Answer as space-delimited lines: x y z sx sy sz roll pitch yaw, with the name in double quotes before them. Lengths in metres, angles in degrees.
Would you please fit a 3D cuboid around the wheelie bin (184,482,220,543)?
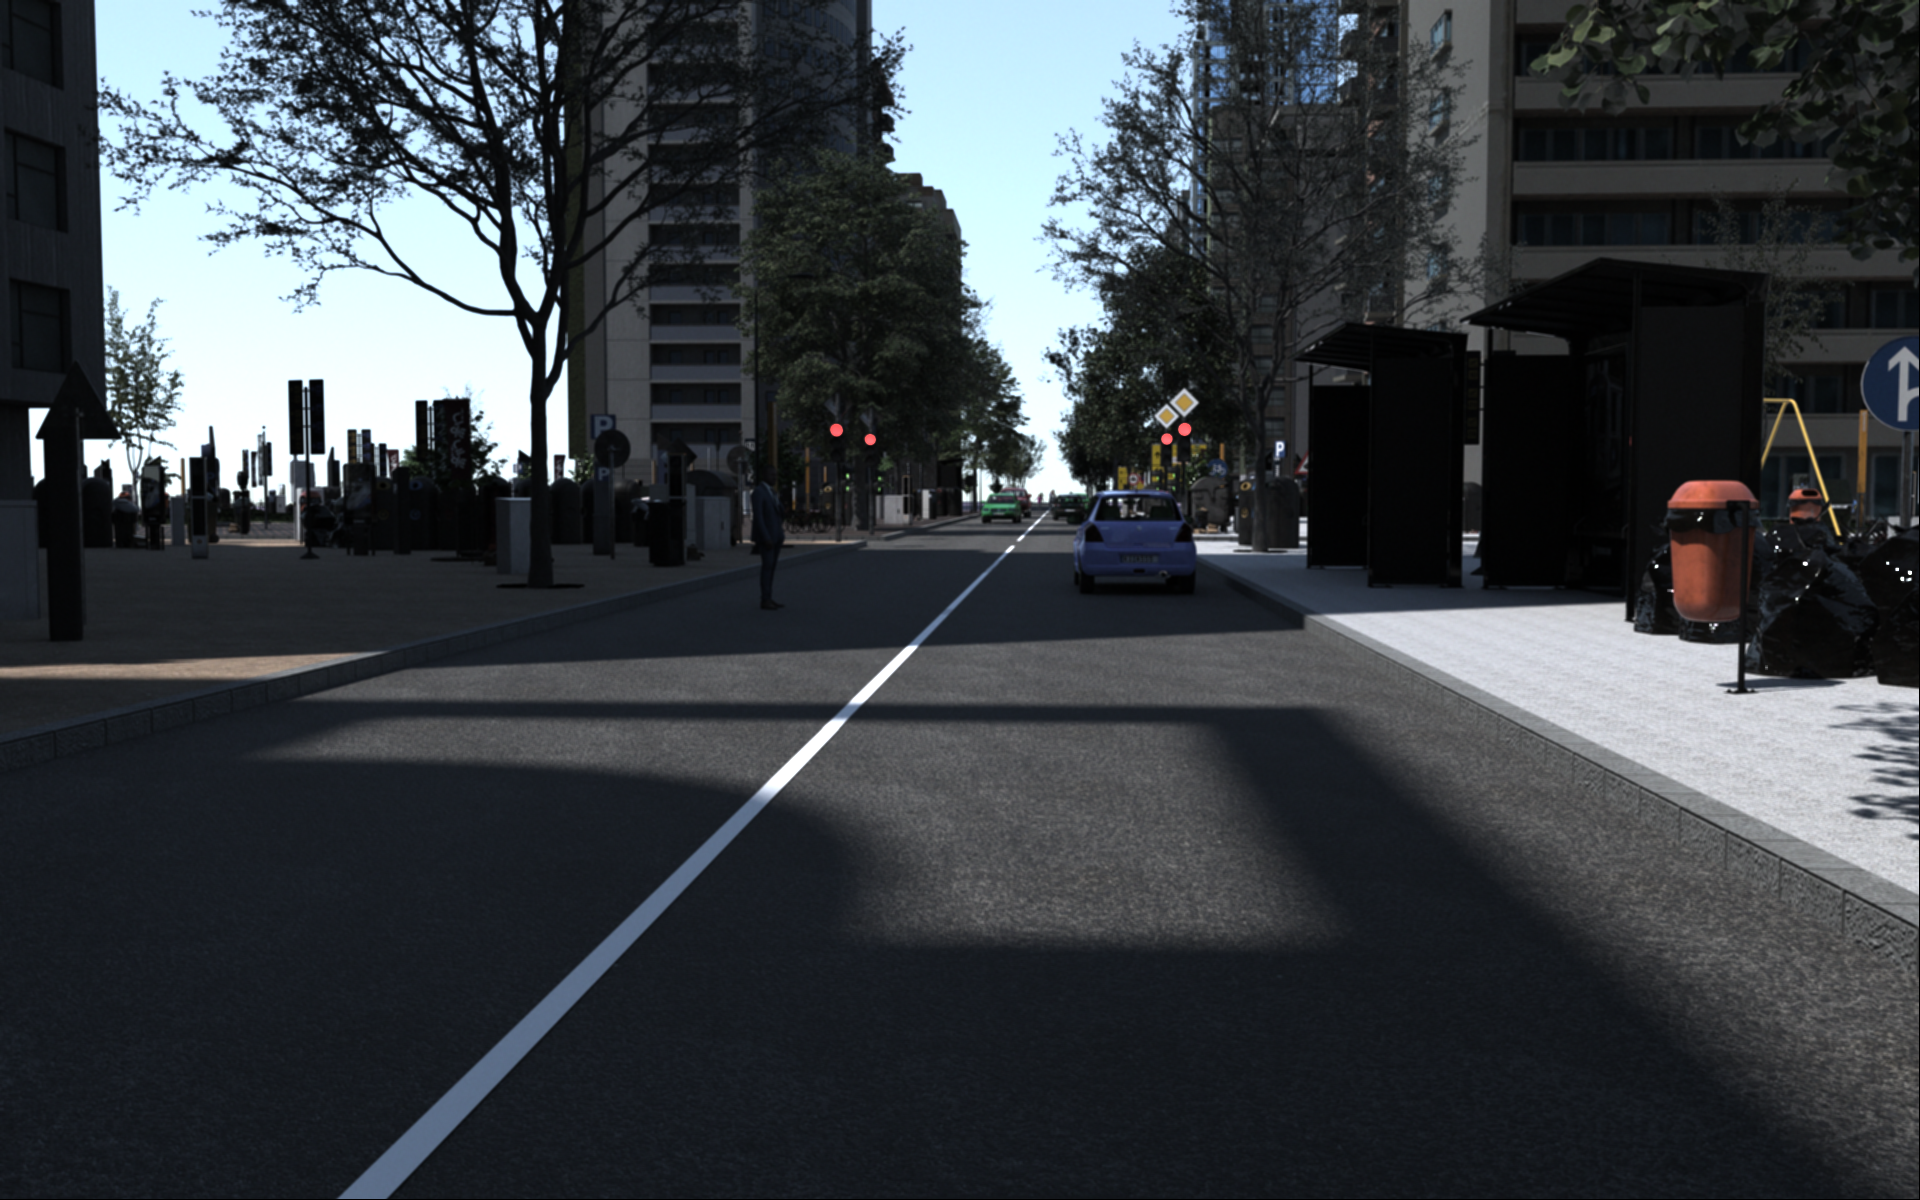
"wheelie bin" -19.707 -2.269 45.008 0.980 1.594 0.693 2 4 32

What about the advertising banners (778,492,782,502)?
"advertising banners" -4.968 -3.081 46.561 0.090 3.025 2.074 -1 4 -13

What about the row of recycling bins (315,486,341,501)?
"row of recycling bins" -46.649 -7.278 126.102 3.534 1.692 1.069 1 4 12

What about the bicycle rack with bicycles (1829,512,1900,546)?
"bicycle rack with bicycles" 17.889 -1.230 33.486 2.925 0.926 2.852 -1 4 -12

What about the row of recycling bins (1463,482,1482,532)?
"row of recycling bins" 17.524 -3.281 60.765 1.069 1.692 3.534 0 4 -1

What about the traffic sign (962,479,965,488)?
"traffic sign" 0.066 -7.244 120.560 0.606 2.300 0.079 0 4 4

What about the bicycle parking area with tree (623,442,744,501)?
"bicycle parking area with tree" -16.051 -6.653 95.783 8.231 4.147 9.016 1 4 10

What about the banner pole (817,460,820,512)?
"banner pole" -10.168 -8.282 125.422 0.401 3.779 0.863 0 4 -5

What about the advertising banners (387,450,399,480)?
"advertising banners" -21.322 -4.352 67.340 2.074 3.025 0.090 1 4 12

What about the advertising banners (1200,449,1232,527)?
"advertising banners" 10.022 -4.384 67.872 0.090 3.025 2.074 3 5 44

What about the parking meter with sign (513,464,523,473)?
"parking meter with sign" -25.369 -6.370 100.408 0.543 3.016 1.738 0 4 2

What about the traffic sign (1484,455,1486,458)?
"traffic sign" 8.230 -1.573 25.719 0.884 2.594 0.081 1 4 13

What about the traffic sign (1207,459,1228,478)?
"traffic sign" 9.256 -3.811 62.418 0.768 2.556 0.104 1 4 12

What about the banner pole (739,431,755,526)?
"banner pole" -8.468 -4.815 68.742 0.863 3.779 0.401 1 4 15

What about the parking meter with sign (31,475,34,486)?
"parking meter with sign" -37.529 -4.481 69.522 1.738 3.016 0.543 -2 4 -26

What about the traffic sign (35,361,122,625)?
"traffic sign" -8.601 -1.034 16.904 0.884 2.594 0.081 0 4 5

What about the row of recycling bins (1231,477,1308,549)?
"row of recycling bins" 7.543 -2.145 42.180 1.069 1.692 3.534 0 4 -2

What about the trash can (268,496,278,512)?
"trash can" -42.746 -5.862 107.491 0.748 1.137 0.748 0 3 0

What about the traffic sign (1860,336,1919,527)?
"traffic sign" 7.672 -0.852 14.040 0.768 2.556 0.104 1 4 10

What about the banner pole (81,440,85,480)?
"banner pole" -29.474 -4.131 57.556 0.401 3.779 0.863 2 4 34

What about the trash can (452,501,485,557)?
"trash can" -9.873 -1.428 35.007 0.748 1.137 0.748 0 3 0

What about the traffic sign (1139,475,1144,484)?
"traffic sign" 10.435 -5.930 97.055 0.768 2.556 0.104 0 4 5

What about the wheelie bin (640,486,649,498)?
"wheelie bin" -12.557 -3.734 68.959 0.980 1.594 0.693 -1 4 -16

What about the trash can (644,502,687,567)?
"trash can" -5.216 -1.167 30.742 0.748 1.137 0.748 0 3 0

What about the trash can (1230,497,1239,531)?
"trash can" 9.375 -2.798 57.402 0.748 1.137 0.748 0 3 0

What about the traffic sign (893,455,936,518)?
"traffic sign" -2.384 -5.948 91.129 2.265 3.308 0.079 0 4 5

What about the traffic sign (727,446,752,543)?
"traffic sign" -5.761 -2.774 45.465 0.768 2.556 0.104 1 4 9

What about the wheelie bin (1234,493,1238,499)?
"wheelie bin" 15.457 -5.354 95.438 0.693 1.594 0.980 1 4 9

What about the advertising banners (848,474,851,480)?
"advertising banners" -8.068 -7.203 113.963 2.074 3.025 0.090 1 4 20

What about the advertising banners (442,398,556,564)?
"advertising banners" -8.418 -2.162 31.539 2.074 3.025 0.090 1 4 9

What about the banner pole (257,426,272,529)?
"banner pole" -25.578 -4.496 63.519 0.401 3.779 0.863 -3 5 -43

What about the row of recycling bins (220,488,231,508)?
"row of recycling bins" -51.022 -6.880 119.598 1.069 1.692 3.534 -2 4 -31

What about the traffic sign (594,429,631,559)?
"traffic sign" -6.831 -2.072 33.987 0.768 2.556 0.104 1 4 13

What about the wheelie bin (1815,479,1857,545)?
"wheelie bin" 18.363 -1.754 36.586 0.980 1.594 0.693 0 4 6

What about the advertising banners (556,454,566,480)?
"advertising banners" -18.398 -4.899 76.282 2.074 3.025 0.090 -1 4 -17

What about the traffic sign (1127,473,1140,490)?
"traffic sign" 10.337 -6.312 103.301 0.768 2.556 0.104 1 4 9

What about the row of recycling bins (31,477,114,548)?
"row of recycling bins" -22.219 -2.115 41.697 3.534 1.692 1.069 0 4 -2

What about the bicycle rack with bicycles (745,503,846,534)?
"bicycle rack with bicycles" -5.080 -2.709 57.679 2.925 0.926 2.852 -3 4 -36

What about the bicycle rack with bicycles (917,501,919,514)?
"bicycle rack with bicycles" -1.876 -5.757 107.507 2.852 0.926 2.925 1 4 9

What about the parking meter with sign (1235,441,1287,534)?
"parking meter with sign" 9.750 -3.667 56.224 1.738 3.016 0.543 -2 4 -28

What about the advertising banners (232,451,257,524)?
"advertising banners" -28.846 -4.511 69.948 0.090 3.025 2.074 0 4 5

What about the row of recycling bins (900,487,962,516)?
"row of recycling bins" -1.588 -5.753 101.179 3.534 1.692 1.069 1 4 10

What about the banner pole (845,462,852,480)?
"banner pole" -7.402 -7.804 117.606 0.863 3.779 0.401 -1 4 -23

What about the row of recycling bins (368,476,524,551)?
"row of recycling bins" -11.972 -1.996 39.744 3.534 1.692 1.069 0 4 6

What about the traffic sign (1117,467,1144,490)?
"traffic sign" 12.789 -8.212 128.138 2.265 3.308 0.079 0 4 6

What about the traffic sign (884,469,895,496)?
"traffic sign" -3.470 -5.318 87.059 0.768 2.556 0.104 0 4 8

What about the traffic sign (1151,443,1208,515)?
"traffic sign" 8.829 -4.646 69.838 2.265 3.308 0.079 1 4 8

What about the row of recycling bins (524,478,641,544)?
"row of recycling bins" -9.814 -2.305 44.793 3.534 1.692 1.069 -3 5 -43

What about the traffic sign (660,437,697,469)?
"traffic sign" -5.723 -2.081 35.216 0.795 2.450 0.064 1 4 9

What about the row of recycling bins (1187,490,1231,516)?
"row of recycling bins" 15.177 -5.844 102.667 3.534 1.692 1.069 0 4 -6

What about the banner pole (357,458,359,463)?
"banner pole" -41.791 -8.006 120.908 0.401 3.779 0.863 2 4 34

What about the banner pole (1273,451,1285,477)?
"banner pole" 16.468 -6.066 89.189 0.863 3.779 0.401 3 5 45

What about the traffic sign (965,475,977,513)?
"traffic sign" 0.720 -7.052 115.405 0.768 2.556 0.104 0 4 6

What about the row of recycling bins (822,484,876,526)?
"row of recycling bins" -4.499 -3.872 70.424 1.069 1.692 3.534 -2 4 -32

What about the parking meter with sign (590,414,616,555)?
"parking meter with sign" -7.658 -2.501 37.150 0.543 3.016 1.738 -1 4 -10

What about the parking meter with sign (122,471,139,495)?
"parking meter with sign" -63.997 -8.371 133.134 1.738 3.016 0.543 1 4 15
